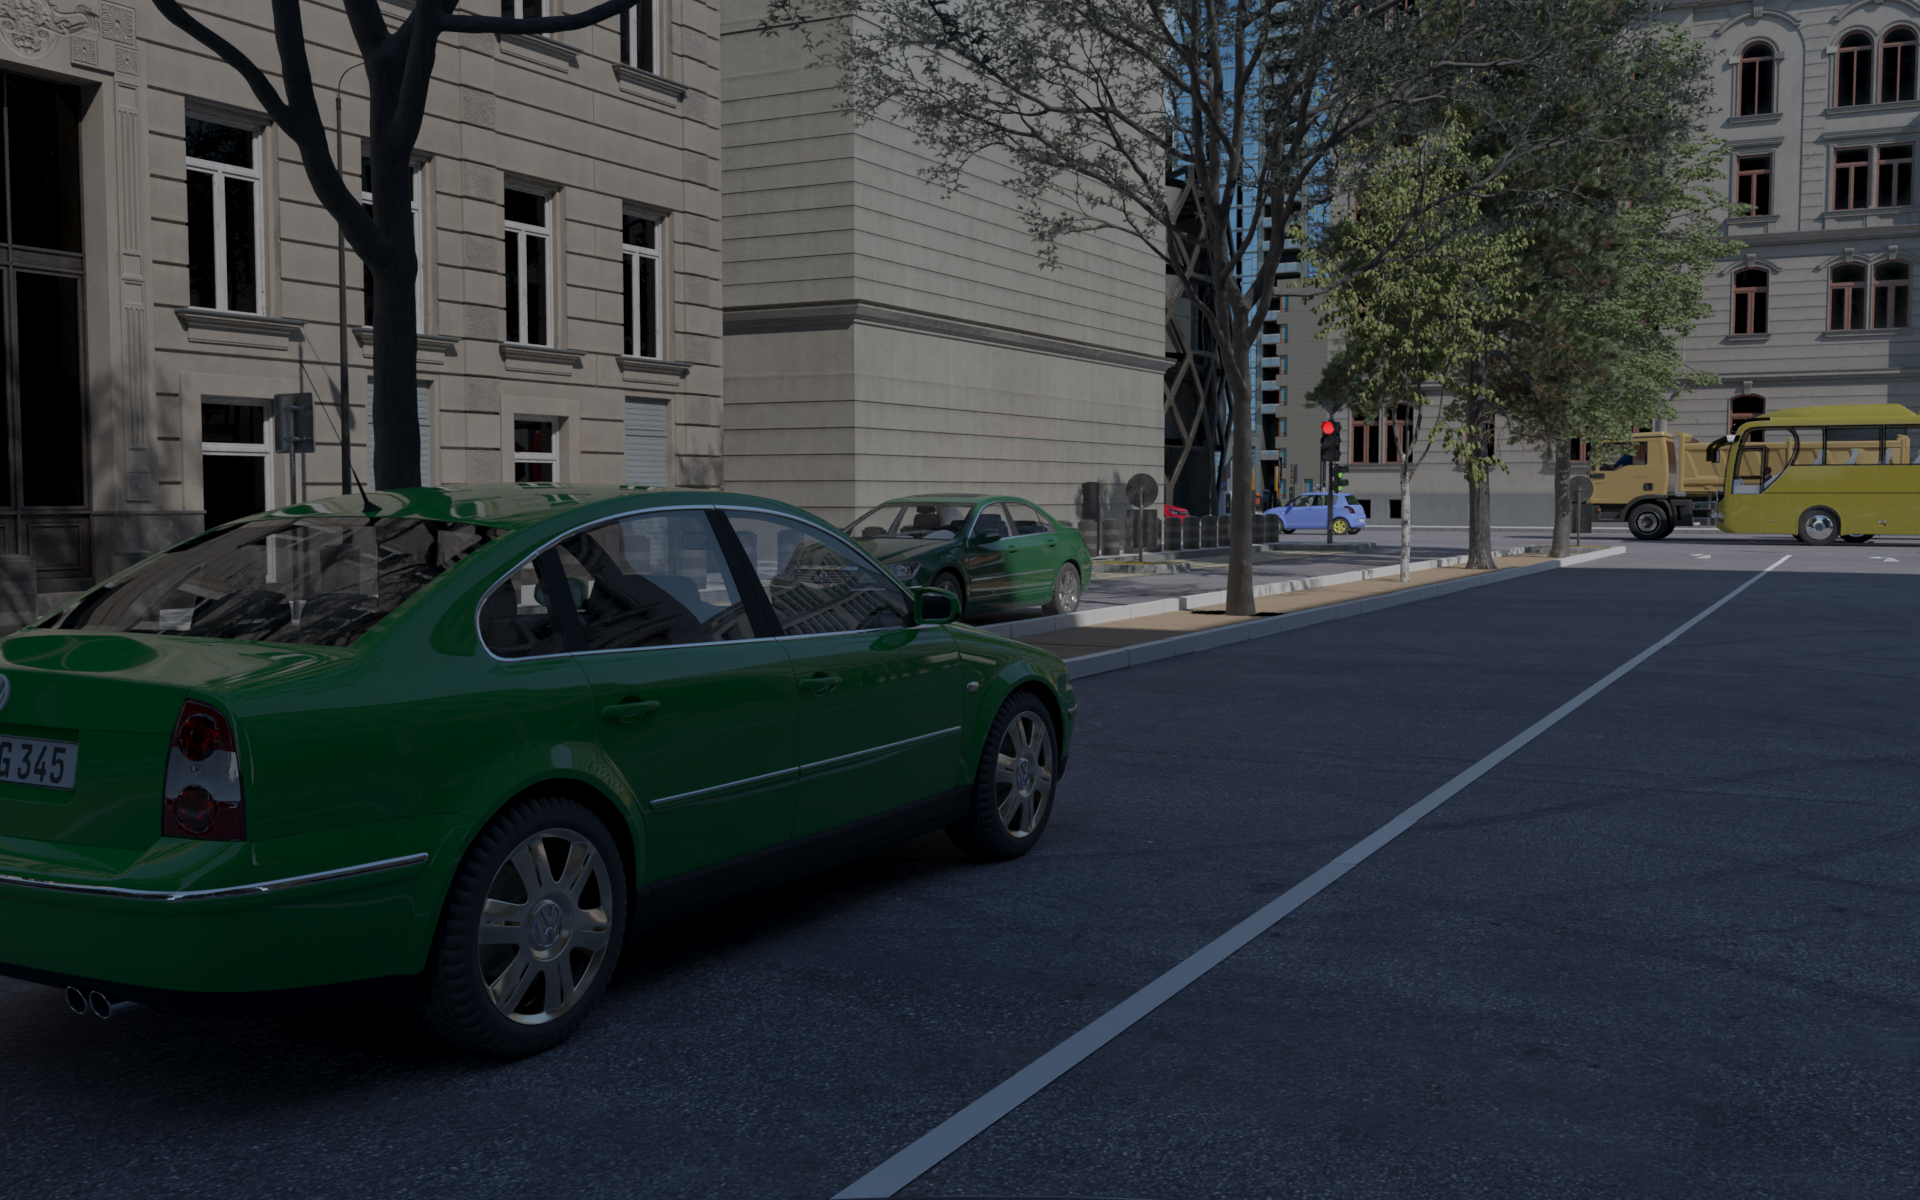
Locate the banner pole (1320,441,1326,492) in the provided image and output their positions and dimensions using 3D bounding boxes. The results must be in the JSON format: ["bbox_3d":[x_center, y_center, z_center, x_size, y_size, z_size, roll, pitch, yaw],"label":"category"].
[{"bbox_3d":[17.245,-5.644,82.303,0.401,3.779,0.863,3,4,37],"label":"banner pole"}]

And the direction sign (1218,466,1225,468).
[{"bbox_3d":[20.912,-8.947,138.273,0.379,3.537,0.876,-3,5,-42],"label":"direction sign"}]

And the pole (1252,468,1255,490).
[{"bbox_3d":[22.709,-8.583,134.167,0.158,3.312,0.155,0,3,0],"label":"pole"}]

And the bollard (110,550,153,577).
[{"bbox_3d":[-7.587,-0.074,15.934,0.404,0.777,0.398,0,3,0],"label":"bollard"}]

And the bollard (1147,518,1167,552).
[{"bbox_3d":[4.268,-1.442,38.288,0.404,0.777,0.398,0,3,0],"label":"bollard"}]

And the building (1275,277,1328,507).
[{"bbox_3d":[44.531,-18.425,146.290,27.650,21.520,28.899,2,4,28],"label":"building"}]

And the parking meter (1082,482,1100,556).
[{"bbox_3d":[2.690,-1.669,35.694,0.372,1.533,0.369,0,3,0],"label":"parking meter"}]

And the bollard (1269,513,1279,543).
[{"bbox_3d":[8.231,-1.899,45.758,0.404,0.777,0.398,0,3,0],"label":"bollard"}]

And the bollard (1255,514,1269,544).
[{"bbox_3d":[7.659,-1.833,44.689,0.404,0.777,0.398,0,3,0],"label":"bollard"}]

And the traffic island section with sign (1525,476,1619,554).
[{"bbox_3d":[15.022,-2.090,42.314,2.006,1.907,1.989,2,4,28],"label":"traffic island section with sign"}]

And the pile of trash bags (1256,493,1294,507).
[{"bbox_3d":[21.723,-6.720,119.632,3.447,1.369,1.912,2,4,33],"label":"pile of trash bags"}]

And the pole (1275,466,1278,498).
[{"bbox_3d":[23.281,-8.176,127.518,0.158,3.312,0.155,0,3,0],"label":"pole"}]

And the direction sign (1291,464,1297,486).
[{"bbox_3d":[25.459,-8.567,132.072,0.379,3.537,0.876,3,5,44],"label":"direction sign"}]

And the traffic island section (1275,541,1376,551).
[{"bbox_3d":[9.571,-1.385,44.923,2.009,0.180,2.903,2,4,28],"label":"traffic island section"}]

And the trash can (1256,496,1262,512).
[{"bbox_3d":[21.789,-7.005,126.186,0.748,1.137,0.748,0,3,0],"label":"trash can"}]

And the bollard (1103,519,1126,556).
[{"bbox_3d":[3.141,-1.311,36.159,0.404,0.777,0.398,0,3,0],"label":"bollard"}]

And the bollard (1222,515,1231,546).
[{"bbox_3d":[6.533,-1.703,42.559,0.404,0.777,0.398,0,3,0],"label":"bollard"}]

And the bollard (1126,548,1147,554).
[{"bbox_3d":[3.708,-1.377,37.224,0.404,0.777,0.398,0,3,0],"label":"bollard"}]

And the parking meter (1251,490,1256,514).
[{"bbox_3d":[18.589,-6.214,110.003,0.372,1.533,0.369,0,3,0],"label":"parking meter"}]

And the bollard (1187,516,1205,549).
[{"bbox_3d":[5.399,-1.571,40.409,0.404,0.777,0.398,0,3,0],"label":"bollard"}]

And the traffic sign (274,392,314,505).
[{"bbox_3d":[-6.765,-0.946,17.593,0.606,2.300,0.079,2,4,32],"label":"traffic sign"}]

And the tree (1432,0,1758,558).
[{"bbox_3d":[13.527,-7.228,38.757,7.486,12.596,7.792,0,3,0],"label":"tree"}]

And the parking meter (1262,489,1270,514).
[{"bbox_3d":[16.217,-5.100,91.796,0.372,1.533,0.369,0,3,0],"label":"parking meter"}]

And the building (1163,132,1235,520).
[{"bbox_3d":[4.396,-13.231,83.772,16.811,18.784,16.820,2,4,28],"label":"building"}]

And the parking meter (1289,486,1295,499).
[{"bbox_3d":[24.709,-7.535,128.913,0.255,1.863,0.399,-2,4,-33],"label":"parking meter"}]

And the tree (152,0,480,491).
[{"bbox_3d":[-2.901,-5.846,8.409,12.009,13.543,11.850,0,3,0],"label":"tree"}]

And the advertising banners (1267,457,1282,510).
[{"bbox_3d":[14.948,-5.260,82.194,0.090,3.025,2.074,0,4,-7],"label":"advertising banners"}]

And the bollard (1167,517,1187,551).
[{"bbox_3d":[4.831,-1.507,39.350,0.404,0.777,0.398,0,3,0],"label":"bollard"}]

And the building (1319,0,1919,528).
[{"bbox_3d":[27.768,-17.363,71.280,23.554,28.519,14.401,2,4,28],"label":"building"}]

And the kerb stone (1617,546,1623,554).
[{"bbox_3d":[15.564,-1.158,41.165,0.120,0.150,1.000,2,4,28],"label":"kerb stone"}]

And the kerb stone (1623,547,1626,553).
[{"bbox_3d":[16.042,-1.211,42.072,0.120,0.150,1.000,2,4,28],"label":"kerb stone"}]

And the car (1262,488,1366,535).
[{"bbox_3d":[12.510,-3.181,61.596,3.694,1.707,1.945,2,4,29],"label":"car"}]

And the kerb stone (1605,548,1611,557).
[{"bbox_3d":[14.605,-1.049,39.351,0.120,0.150,1.000,2,4,28],"label":"kerb stone"}]

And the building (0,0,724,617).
[{"bbox_3d":[-14.466,-13.608,19.748,12.463,27.353,25.104,2,4,28],"label":"building"}]

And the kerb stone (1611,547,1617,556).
[{"bbox_3d":[15.083,-1.105,40.258,0.120,0.150,1.000,2,4,28],"label":"kerb stone"}]

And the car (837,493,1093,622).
[{"bbox_3d":[-0.195,-0.449,19.135,2.131,1.459,4.920,2,4,29],"label":"car"}]

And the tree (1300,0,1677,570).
[{"bbox_3d":[9.802,-6.610,32.588,6.751,12.117,7.091,0,3,0],"label":"tree"}]

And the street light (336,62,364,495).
[{"bbox_3d":[-6.103,-2.794,18.222,1.470,5.913,1.316,2,4,28],"label":"street light"}]

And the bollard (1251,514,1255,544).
[{"bbox_3d":[7.098,-1.768,43.622,0.404,0.777,0.398,0,3,0],"label":"bollard"}]

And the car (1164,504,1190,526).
[{"bbox_3d":[7.042,-3.687,69.319,4.494,1.783,2.155,2,4,27],"label":"car"}]

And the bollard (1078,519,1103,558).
[{"bbox_3d":[2.577,-1.247,35.097,0.404,0.777,0.398,0,3,0],"label":"bollard"}]

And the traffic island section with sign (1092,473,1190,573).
[{"bbox_3d":[3.186,-1.438,32.142,1.989,1.847,2.006,2,4,28],"label":"traffic island section with sign"}]

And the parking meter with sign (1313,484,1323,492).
[{"bbox_3d":[27.324,-8.318,132.264,1.738,3.016,0.543,-1,4,-17],"label":"parking meter with sign"}]

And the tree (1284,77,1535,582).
[{"bbox_3d":[7.115,-4.568,27.512,4.737,8.622,4.395,0,3,0],"label":"tree"}]

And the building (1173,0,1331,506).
[{"bbox_3d":[37.526,-53.977,195.198,31.000,86.520,22.319,2,4,28],"label":"building"}]

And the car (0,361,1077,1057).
[{"bbox_3d":[-1.167,0.172,5.986,1.959,1.807,4.718,2,4,29],"label":"car"}]

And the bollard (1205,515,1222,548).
[{"bbox_3d":[5.965,-1.637,41.487,0.404,0.777,0.398,0,3,0],"label":"bollard"}]

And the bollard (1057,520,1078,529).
[{"bbox_3d":[2.012,-1.182,34.036,0.404,0.777,0.398,0,3,0],"label":"bollard"}]

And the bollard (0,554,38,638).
[{"bbox_3d":[-8.150,-0.009,14.871,0.404,0.777,0.398,0,3,0],"label":"bollard"}]

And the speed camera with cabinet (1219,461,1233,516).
[{"bbox_3d":[15.773,-6.572,101.782,0.660,3.252,2.038,3,4,37],"label":"speed camera with cabinet"}]

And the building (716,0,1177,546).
[{"bbox_3d":[-17.202,-16.632,48.344,44.131,29.872,17.030,2,4,28],"label":"building"}]

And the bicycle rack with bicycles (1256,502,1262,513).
[{"bbox_3d":[19.323,-6.237,115.363,2.852,0.926,2.925,-3,5,-44],"label":"bicycle rack with bicycles"}]

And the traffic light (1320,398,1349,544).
[{"bbox_3d":[9.601,-3.416,44.771,0.839,4.253,0.868,2,4,28],"label":"traffic light"}]

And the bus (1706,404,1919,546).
[{"bbox_3d":[27.000,-3.395,47.055,12.252,3.916,2.896,2,4,27],"label":"bus"}]

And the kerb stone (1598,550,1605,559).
[{"bbox_3d":[14.120,-0.994,38.448,0.120,0.150,1.000,2,4,28],"label":"kerb stone"}]
